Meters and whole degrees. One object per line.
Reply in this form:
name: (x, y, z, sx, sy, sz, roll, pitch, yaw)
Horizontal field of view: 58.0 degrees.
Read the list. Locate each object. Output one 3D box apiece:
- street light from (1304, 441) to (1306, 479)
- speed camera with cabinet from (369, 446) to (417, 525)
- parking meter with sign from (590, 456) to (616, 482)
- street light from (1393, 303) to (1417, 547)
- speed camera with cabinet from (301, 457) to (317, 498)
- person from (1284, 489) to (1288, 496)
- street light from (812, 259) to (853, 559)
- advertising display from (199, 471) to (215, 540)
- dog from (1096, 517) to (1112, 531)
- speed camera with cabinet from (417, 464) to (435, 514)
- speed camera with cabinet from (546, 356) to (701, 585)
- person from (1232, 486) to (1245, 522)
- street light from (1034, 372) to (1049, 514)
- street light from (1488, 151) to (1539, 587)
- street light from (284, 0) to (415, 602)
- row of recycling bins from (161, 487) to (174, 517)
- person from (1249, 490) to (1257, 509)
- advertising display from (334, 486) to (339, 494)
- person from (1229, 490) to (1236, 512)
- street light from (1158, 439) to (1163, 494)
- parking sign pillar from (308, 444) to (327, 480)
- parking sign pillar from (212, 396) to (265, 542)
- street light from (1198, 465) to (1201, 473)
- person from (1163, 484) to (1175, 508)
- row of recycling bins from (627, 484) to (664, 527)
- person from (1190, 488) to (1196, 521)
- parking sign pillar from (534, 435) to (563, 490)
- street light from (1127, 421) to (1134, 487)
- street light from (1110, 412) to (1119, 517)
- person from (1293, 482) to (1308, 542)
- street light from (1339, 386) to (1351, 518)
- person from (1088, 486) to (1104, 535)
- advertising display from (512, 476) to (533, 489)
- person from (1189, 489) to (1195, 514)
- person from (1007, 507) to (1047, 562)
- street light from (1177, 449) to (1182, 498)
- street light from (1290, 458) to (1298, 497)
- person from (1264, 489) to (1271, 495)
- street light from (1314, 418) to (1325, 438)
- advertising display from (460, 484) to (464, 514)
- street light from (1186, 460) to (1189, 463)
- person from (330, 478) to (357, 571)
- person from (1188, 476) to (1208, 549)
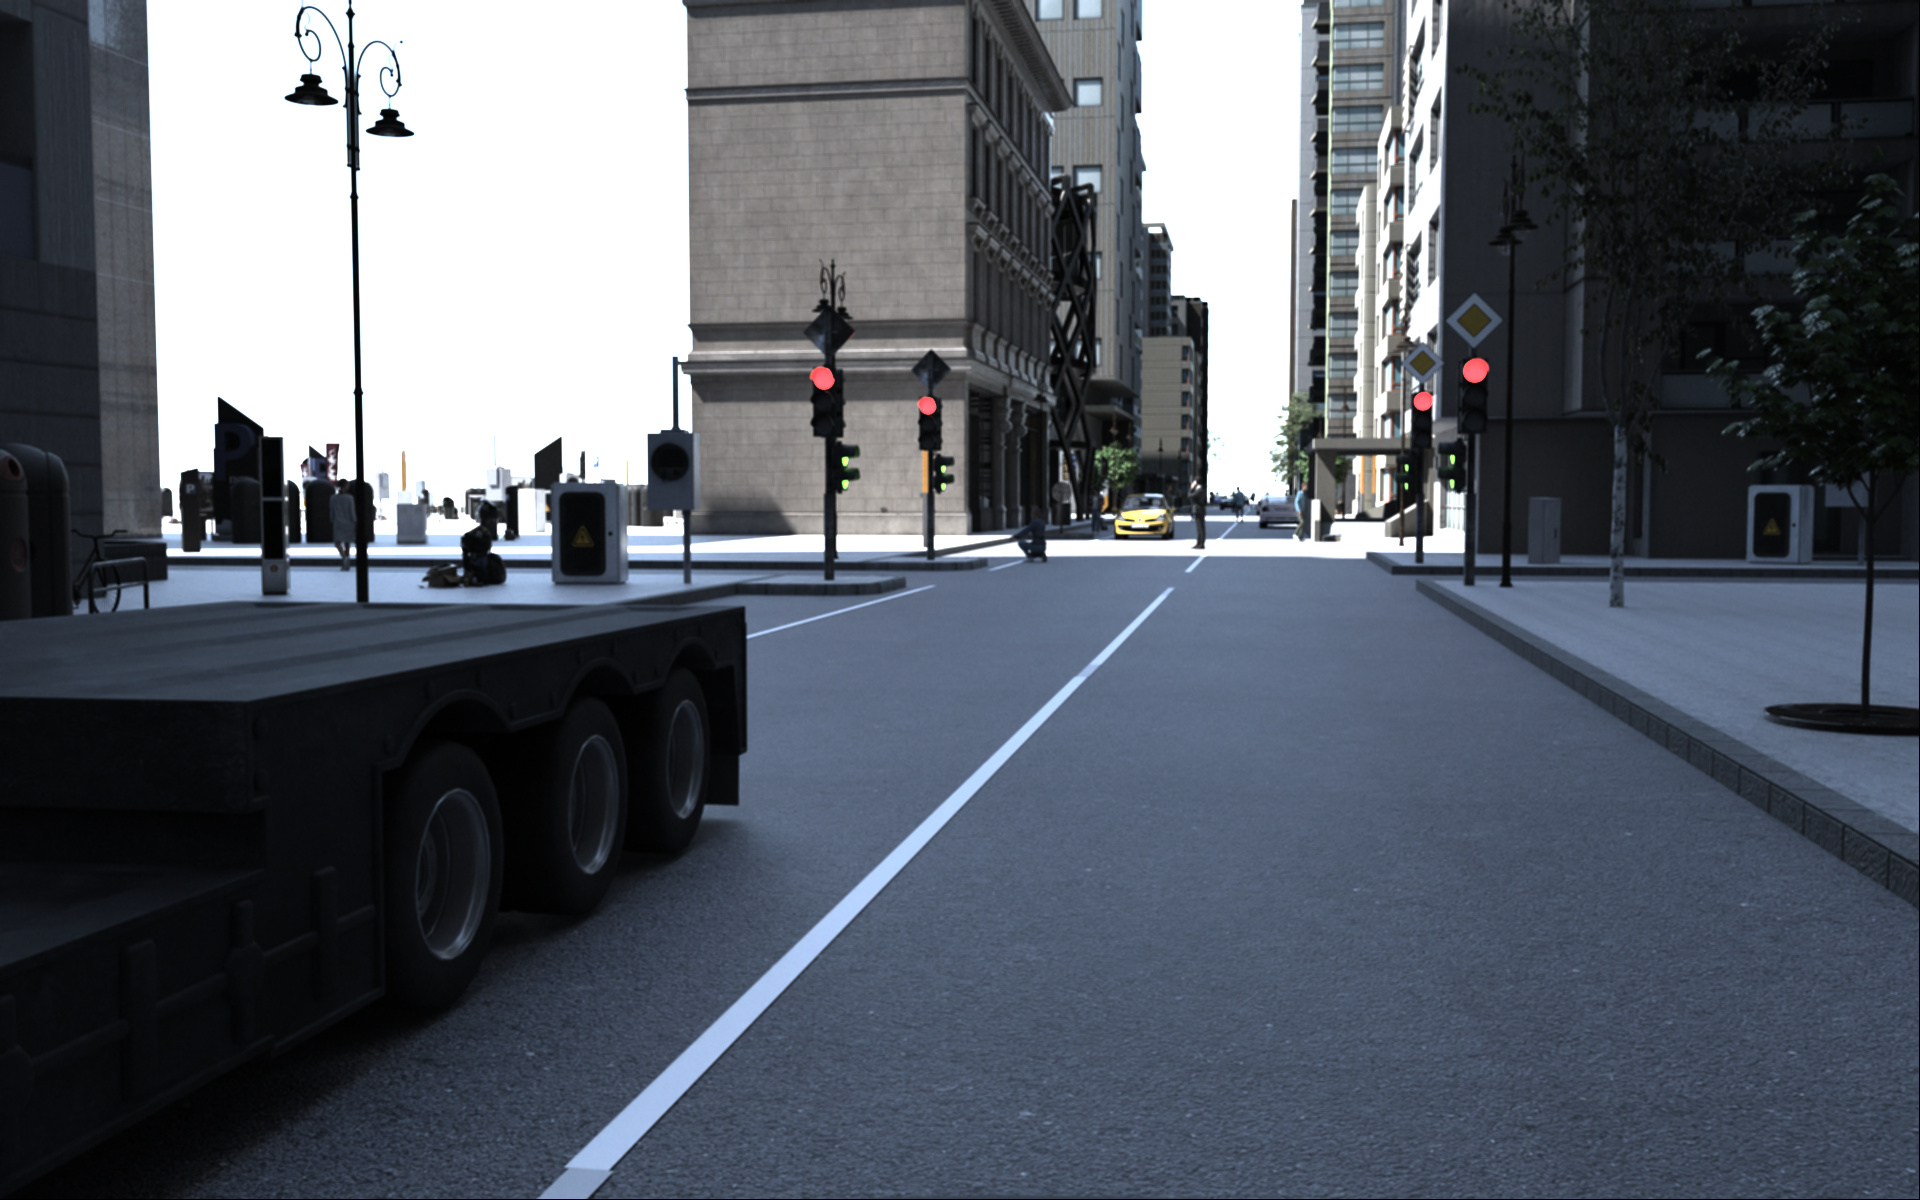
street light: (29.665, -10.790, 149.200, 0.468, 5.910, 1.993, 1, 4, 10)
speed camera with cabinet: (-23.807, -4.779, 72.474, 0.660, 3.252, 2.038, 2, 4, 24)
parking meter with sign: (-16.148, -5.097, 79.591, 0.543, 3.016, 1.738, 3, 4, 36)
street light: (10.793, -4.243, 42.163, 0.468, 5.910, 1.993, 1, 4, 10)
speed camera with cabinet: (-35.115, -5.947, 91.565, 2.038, 3.252, 0.660, 0, 4, -4)
person: (23.899, -7.216, 126.619, 0.705, 1.807, 1.348, 1, 4, 22)
street light: (-2.502, -3.759, 34.255, 0.468, 5.910, 1.993, 1, 4, 10)
advertising display: (-21.075, -2.616, 47.978, 0.123, 1.923, 0.974, 2, 4, 24)
dog: (5.640, -3.144, 68.238, 0.800, 0.831, 0.513, 2, 4, 33)
speed camera with cabinet: (-35.099, -7.286, 113.455, 0.660, 3.252, 2.038, 0, 4, 4)
speed camera with cabinet: (-4.765, -1.857, 24.692, 2.038, 3.252, 0.660, 0, 4, 2)
person: (14.144, -4.862, 87.861, 0.638, 1.841, 0.748, 0, 4, 8)
street light: (3.094, -5.702, 66.008, 0.468, 5.910, 1.993, 1, 4, 10)
street light: (7.554, -3.119, 23.781, 0.468, 5.910, 1.993, 1, 4, 10)
street light: (-5.692, -2.664, 16.344, 0.468, 5.910, 1.993, 1, 4, 10)
row of recycling bins: (-46.427, -5.557, 97.963, 3.534, 1.692, 1.069, -1, 4, -21)
person: (28.522, -9.802, 168.629, 0.709, 1.838, 0.599, -1, 4, -11)
advertising display: (-29.034, -4.597, 80.371, 0.123, 1.923, 0.974, 0, 4, -2)
person: (21.648, -7.787, 136.534, 1.217, 1.743, 0.721, -2, 4, -35)
street light: (16.439, -10.343, 141.896, 0.468, 5.910, 1.993, 1, 4, 10)
parking sign pillar: (-34.612, -6.446, 93.868, 1.447, 3.967, 1.447, 2, 4, 34)
parking sign pillar: (-19.709, -3.602, 47.366, 1.447, 3.967, 1.447, 0, 4, 8)
street light: (30.929, -15.370, 224.094, 0.468, 5.910, 1.993, 1, 4, 10)
person: (6.969, -2.977, 57.719, 0.362, 1.759, 0.519, -1, 4, -17)
row of recycling bins: (-12.651, -3.766, 68.691, 1.069, 1.692, 3.534, -2, 4, -27)
person: (12.489, -5.029, 91.209, 0.782, 1.767, 0.515, -1, 4, -11)
parking sign pillar: (-18.719, -5.527, 78.832, 1.447, 3.967, 1.447, -1, 4, -9)
street light: (10.820, -8.401, 110.147, 0.468, 5.910, 1.993, 1, 4, 10)
street light: (8.726, -7.656, 97.971, 0.468, 5.910, 1.993, 1, 4, 10)
person: (10.203, -2.625, 51.765, 0.601, 1.785, 0.444, -3, 5, -39)
street light: (16.400, -6.185, 73.914, 0.468, 5.910, 1.993, 1, 4, 10)
person: (4.781, -3.144, 60.735, 0.563, 1.720, 0.643, 1, 4, 20)
advertising display: (-15.723, -3.474, 62.011, 0.123, 1.923, 0.974, 3, 5, 40)
person: (16.682, -7.019, 123.397, 0.705, 1.807, 1.348, 2, 4, 29)
person: (1.452, -1.383, 36.610, 1.012, 1.151, 0.738, -3, 5, -43)
street light: (22.021, -12.285, 173.651, 0.468, 5.910, 1.993, 1, 4, 10)
street light: (38.485, -13.849, 199.210, 0.468, 5.910, 1.993, 1, 4, 10)
person: (25.079, -8.112, 141.217, 1.350, 1.814, 0.705, 2, 4, 24)
street light: (21.964, -8.128, 105.672, 0.468, 5.910, 1.993, 1, 4, 10)
advertising display: (-32.291, -6.546, 112.246, 0.123, 1.923, 0.974, -1, 4, -22)
street light: (25.130, -13.380, 191.557, 0.468, 5.910, 1.993, 1, 4, 10)
person: (-11.278, -1.377, 31.763, 0.466, 1.731, 0.760, -3, 4, -36)
person: (6.177, -2.276, 45.070, 0.474, 1.900, 0.648, 1, 4, 17)
